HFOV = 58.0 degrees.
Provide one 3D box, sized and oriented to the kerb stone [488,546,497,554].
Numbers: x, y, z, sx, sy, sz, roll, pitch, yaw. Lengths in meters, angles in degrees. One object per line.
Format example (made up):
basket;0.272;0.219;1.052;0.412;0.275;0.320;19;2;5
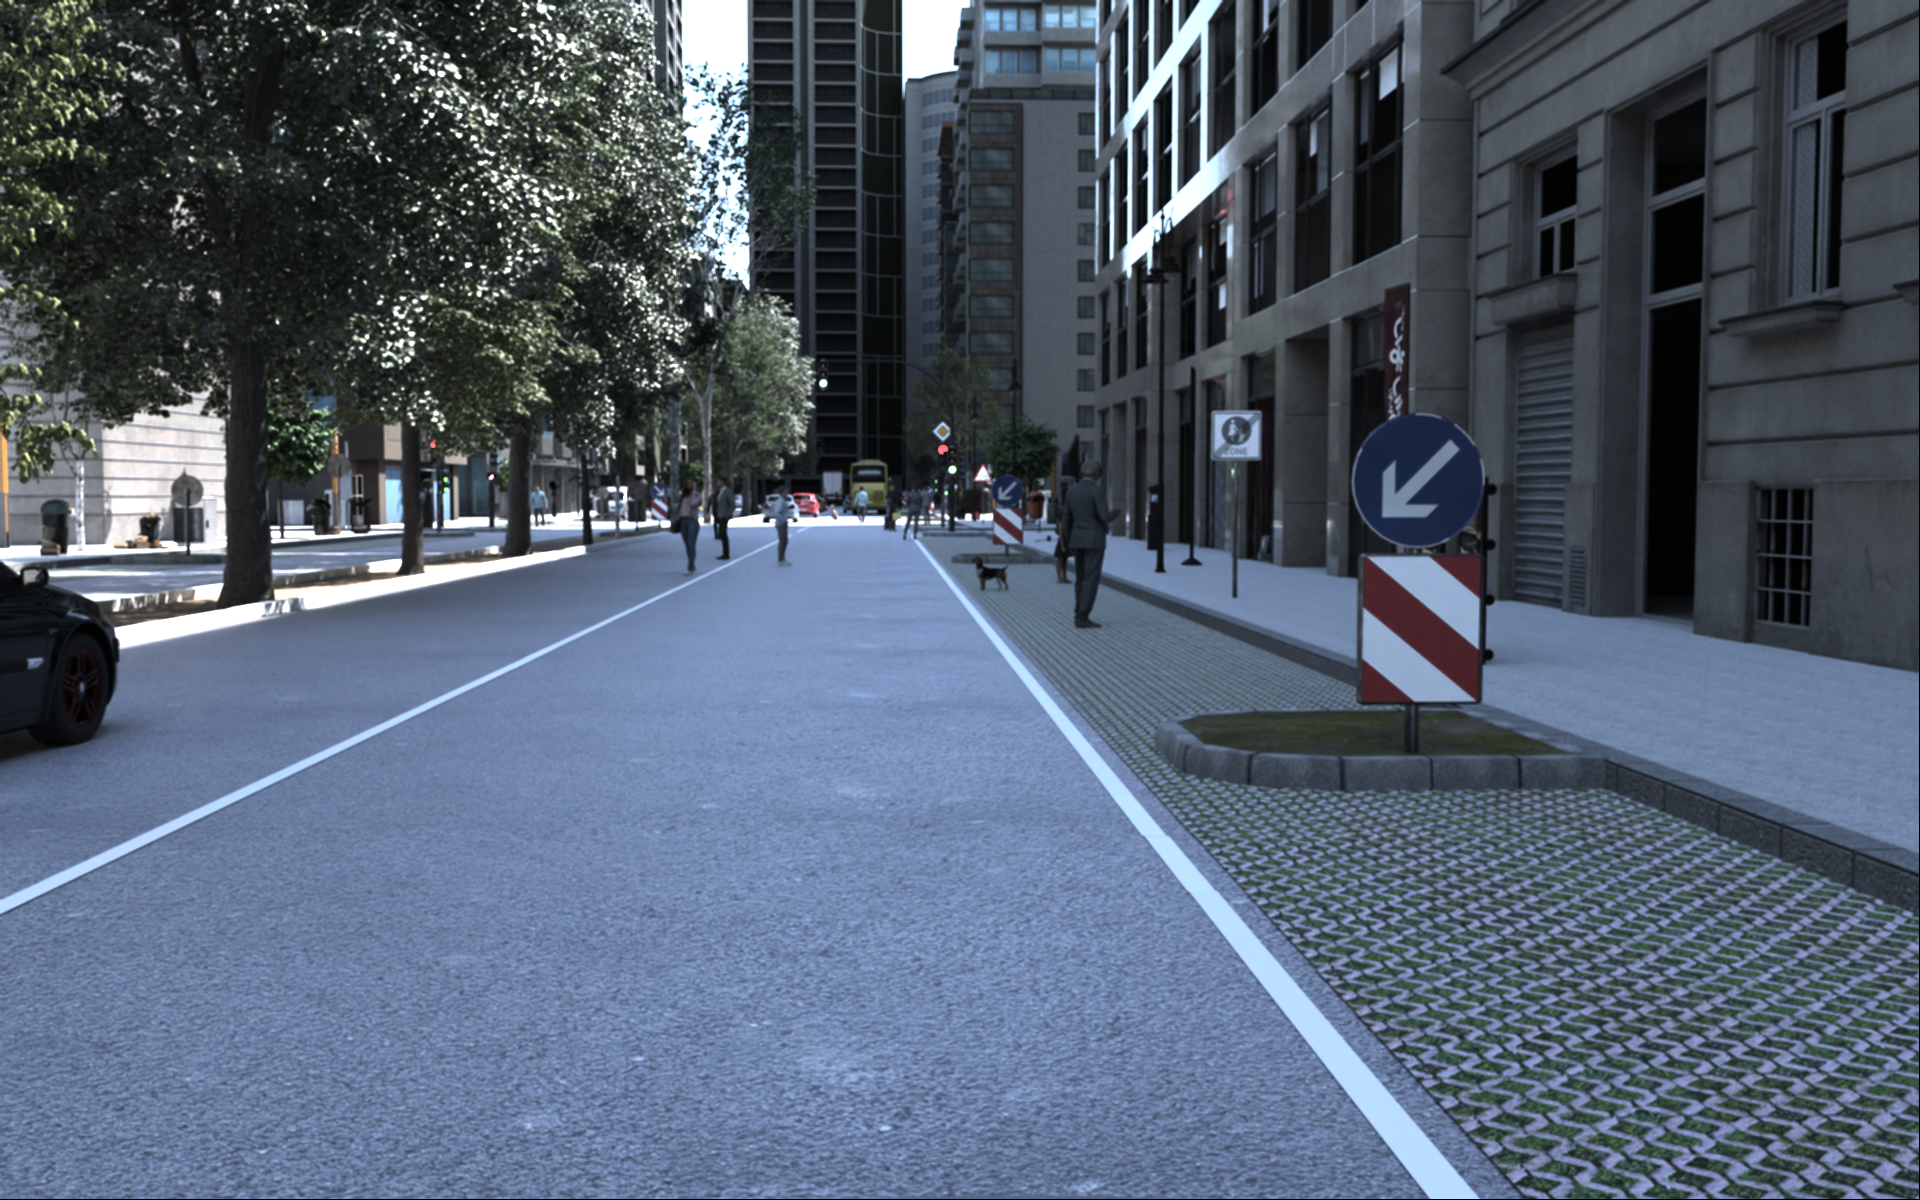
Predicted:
kerb stone;-11.286;-1.171;41.379;0.120;0.150;1.000;0;4;-3

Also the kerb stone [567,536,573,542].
kerb stone;-11.780;-1.801;51.649;0.120;0.150;1.000;0;4;-3

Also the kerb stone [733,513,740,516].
kerb stone;-14.716;-5.590;113.589;0.120;0.150;1.000;0;4;-3

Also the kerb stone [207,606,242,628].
kerb stone;-8.114;0.204;18.917;0.120;0.150;1.000;0;4;-3

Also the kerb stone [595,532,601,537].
kerb stone;-12.071;-2.177;57.783;0.120;0.150;1.000;0;4;-3

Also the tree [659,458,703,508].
tree;-23.963;-9.976;146.828;4.285;4.588;4.351;0;3;0

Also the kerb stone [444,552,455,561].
kerb stone;-11.100;-0.923;37.283;0.120;0.150;1.000;0;4;-3

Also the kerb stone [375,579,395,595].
kerb stone;-8.415;-0.176;25.071;0.120;0.150;1.000;0;4;-3

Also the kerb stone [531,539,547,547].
kerb stone;-11.576;-1.548;47.540;0.120;0.150;1.000;0;4;-3

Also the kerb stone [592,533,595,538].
kerb stone;-11.968;-2.049;55.742;0.120;0.150;1.000;0;4;-3

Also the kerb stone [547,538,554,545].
kerb stone;-11.625;-1.613;48.573;0.120;0.150;1.000;0;4;-3

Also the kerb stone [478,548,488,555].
kerb stone;-11.232;-1.102;40.358;0.120;0.150;1.000;0;4;-3

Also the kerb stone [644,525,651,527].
kerb stone;-12.618;-2.897;69.554;0.120;0.150;1.000;0;4;-3

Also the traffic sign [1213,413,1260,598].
traffic sign;3.402;-1.177;21.379;0.606;2.300;0.079;0;4;6

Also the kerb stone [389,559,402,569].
kerb stone;-10.908;-0.673;33.192;0.120;0.150;1.000;0;4;-3

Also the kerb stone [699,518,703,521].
kerb stone;-13.690;-4.274;92.072;0.120;0.150;1.000;0;4;-3

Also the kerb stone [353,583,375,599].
kerb stone;-8.366;-0.113;24.038;0.120;0.150;1.000;0;4;-3

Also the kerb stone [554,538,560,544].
kerb stone;-11.672;-1.676;49.601;0.120;0.150;1.000;0;4;-3

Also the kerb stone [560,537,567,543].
kerb stone;-11.728;-1.736;50.629;0.120;0.150;1.000;0;4;-3

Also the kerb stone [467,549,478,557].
kerb stone;-11.188;-1.048;39.330;0.120;0.150;1.000;0;4;-3

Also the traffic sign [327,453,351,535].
traffic sign;-19.434;-3.307;54.183;0.768;2.556;0.104;0;4;4

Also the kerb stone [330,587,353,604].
kerb stone;-8.311;-0.050;23.015;0.120;0.150;1.000;0;4;-3

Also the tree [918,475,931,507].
tree;-3.526;-11.153;176.959;1.663;3.219;1.824;0;3;0

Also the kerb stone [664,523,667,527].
kerb stone;-12.869;-3.205;74.681;0.120;0.150;1.000;0;4;-3

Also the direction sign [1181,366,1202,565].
direction sign;4.189;-2.399;31.219;0.379;3.537;0.876;1;4;11

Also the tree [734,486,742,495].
tree;-27.406;-13.344;212.774;1.663;3.219;1.824;0;3;0

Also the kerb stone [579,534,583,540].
kerb stone;-11.864;-1.927;53.701;0.120;0.150;1.000;0;4;-3

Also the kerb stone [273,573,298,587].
kerb stone;-10.613;-0.296;27.042;0.120;0.150;1.000;0;4;-3

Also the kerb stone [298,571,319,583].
kerb stone;-10.660;-0.359;28.069;0.120;0.150;1.000;0;4;-3

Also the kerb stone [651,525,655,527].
kerb stone;-12.669;-2.959;70.575;0.120;0.150;1.000;0;4;-3

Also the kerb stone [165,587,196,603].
kerb stone;-10.416;-0.046;22.953;0.120;0.150;1.000;0;4;-3

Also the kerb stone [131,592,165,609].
kerb stone;-10.364;0.018;21.927;0.120;0.150;1.000;0;4;-3

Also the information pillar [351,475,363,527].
information pillar;-23.542;-3.863;67.653;0.304;2.012;0.304;2;4;26

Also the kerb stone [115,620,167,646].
kerb stone;-8.015;0.326;16.870;0.120;0.150;1.000;0;4;-3

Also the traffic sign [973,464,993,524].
traffic sign;0.983;-4.497;73.527;0.884;2.594;0.081;0;3;0

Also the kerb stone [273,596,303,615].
kerb stone;-8.215;0.075;20.965;0.120;0.150;1.000;0;4;-3

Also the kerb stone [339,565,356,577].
kerb stone;-10.761;-0.485;30.125;0.120;0.150;1.000;0;4;-3

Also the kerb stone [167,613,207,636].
kerb stone;-8.064;0.266;17.896;0.120;0.150;1.000;0;4;-3

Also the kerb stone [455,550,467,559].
kerb stone;-11.134;-0.985;38.308;0.120;0.150;1.000;0;4;-3

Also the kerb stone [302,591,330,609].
kerb stone;-8.259;0.012;21.993;0.120;0.150;1.000;0;4;-3

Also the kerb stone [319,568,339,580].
kerb stone;-10.699;-0.422;29.101;0.120;0.150;1.000;0;4;-3

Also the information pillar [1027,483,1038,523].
information pillar;3.116;-4.352;75.642;0.304;2.012;0.304;1;4;18

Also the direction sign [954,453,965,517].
direction sign;-0.126;-6.346;95.760;0.876;3.537;0.379;2;4;26

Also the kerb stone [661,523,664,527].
kerb stone;-12.819;-3.147;73.642;0.120;0.150;1.000;0;4;-3

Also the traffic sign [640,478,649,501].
traffic sign;-22.333;-7.398;122.149;0.795;2.450;0.064;0;4;-1

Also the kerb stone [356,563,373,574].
kerb stone;-10.815;-0.547;31.145;0.120;0.150;1.000;0;4;-3

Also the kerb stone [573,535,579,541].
kerb stone;-11.817;-1.864;52.671;0.120;0.150;1.000;0;4;-3

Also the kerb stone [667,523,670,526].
kerb stone;-12.915;-3.273;75.706;0.120;0.150;1.000;0;4;-3

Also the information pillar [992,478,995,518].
information pillar;2.013;-6.283;94.087;0.504;3.616;0.183;-2;4;-34

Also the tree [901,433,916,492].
tree;-4.278;-14.384;185.545;4.360;8.622;3.978;0;3;0

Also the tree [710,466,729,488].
tree;-24.689;-10.983;163.289;4.285;4.588;4.351;0;3;0

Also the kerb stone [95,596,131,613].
kerb stone;-10.319;0.079;20.902;0.120;0.150;1.000;0;4;-3

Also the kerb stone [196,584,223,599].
kerb stone;-10.458;-0.109;23.974;0.120;0.150;1.000;0;4;-3

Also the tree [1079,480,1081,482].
tree;7.737;-7.647;119.629;1.663;3.219;1.824;0;3;0

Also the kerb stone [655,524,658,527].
kerb stone;-12.713;-3.021;71.596;0.120;0.150;1.000;0;4;-3

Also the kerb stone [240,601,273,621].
kerb stone;-8.172;0.138;19.944;0.120;0.150;1.000;0;4;-3

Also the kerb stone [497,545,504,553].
kerb stone;-11.331;-1.236;42.401;0.120;0.150;1.000;0;4;-3

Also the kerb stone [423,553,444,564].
kerb stone;-11.039;-0.860;36.262;0.120;0.150;1.000;0;4;-3

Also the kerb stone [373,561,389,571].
kerb stone;-10.856;-0.610;32.169;0.120;0.150;1.000;0;4;-3

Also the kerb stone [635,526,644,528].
kerb stone;-12.525;-2.771;67.499;0.120;0.150;1.000;0;4;-3
